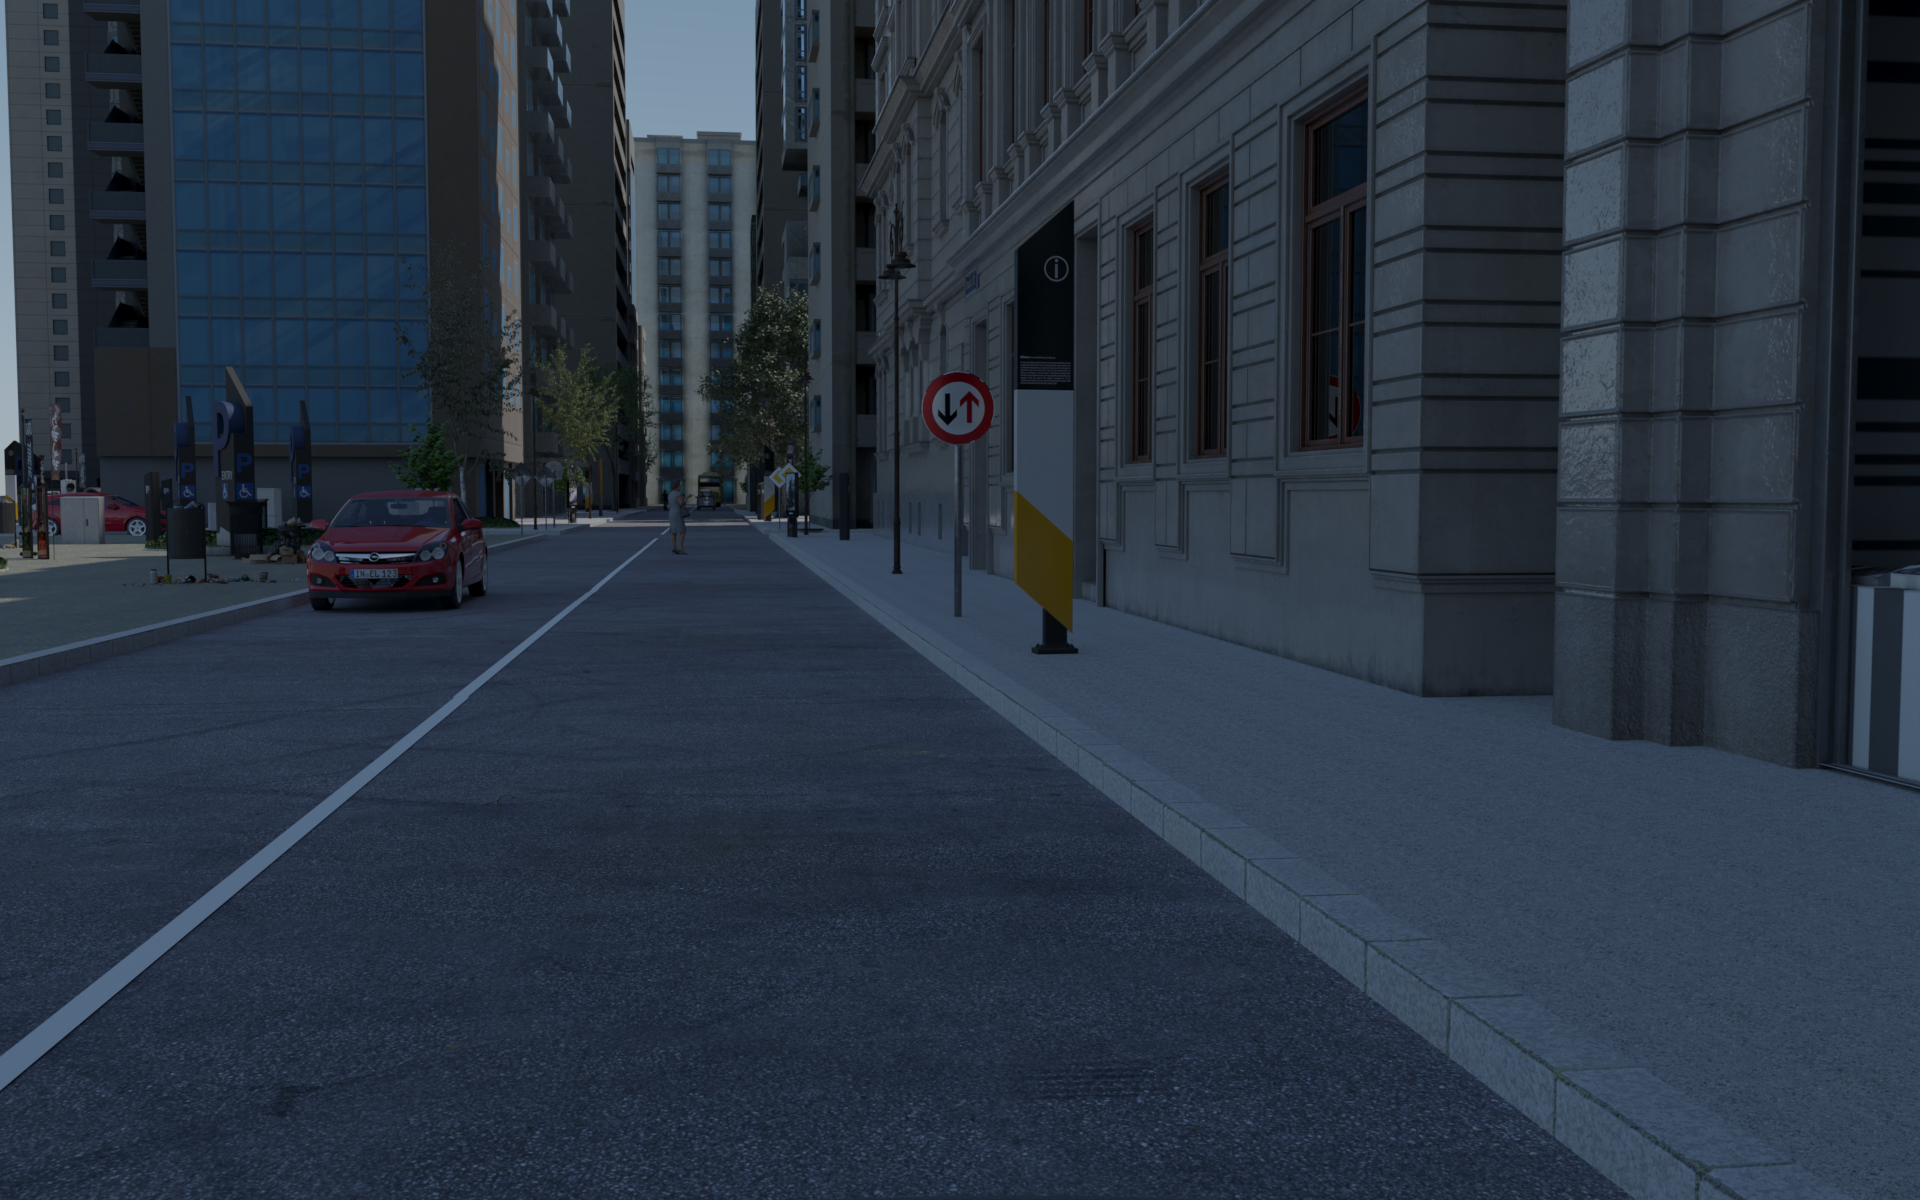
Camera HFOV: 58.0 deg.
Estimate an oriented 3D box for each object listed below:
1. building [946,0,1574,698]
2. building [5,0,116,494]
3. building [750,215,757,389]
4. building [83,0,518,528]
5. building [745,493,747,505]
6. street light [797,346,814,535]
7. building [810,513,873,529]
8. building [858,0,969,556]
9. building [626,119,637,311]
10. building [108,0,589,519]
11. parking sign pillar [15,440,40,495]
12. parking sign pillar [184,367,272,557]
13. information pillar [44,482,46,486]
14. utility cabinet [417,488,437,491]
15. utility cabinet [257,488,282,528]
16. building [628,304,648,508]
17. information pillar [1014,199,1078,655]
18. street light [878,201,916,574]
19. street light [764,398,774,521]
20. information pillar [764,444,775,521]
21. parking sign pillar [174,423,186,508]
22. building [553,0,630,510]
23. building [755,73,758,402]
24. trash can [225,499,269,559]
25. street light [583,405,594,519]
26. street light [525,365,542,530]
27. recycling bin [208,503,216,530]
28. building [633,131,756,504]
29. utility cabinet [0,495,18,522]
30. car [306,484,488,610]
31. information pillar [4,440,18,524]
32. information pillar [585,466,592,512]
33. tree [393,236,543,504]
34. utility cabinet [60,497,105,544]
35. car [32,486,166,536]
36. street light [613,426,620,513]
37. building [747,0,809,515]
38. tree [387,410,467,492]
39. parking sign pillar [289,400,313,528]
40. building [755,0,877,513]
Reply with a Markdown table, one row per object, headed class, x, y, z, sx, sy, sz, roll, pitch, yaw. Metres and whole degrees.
| class | x | y | z | sx | sy | sz | roll | pitch | yaw |
| --- | --- | --- | --- | --- | --- | --- | --- | --- | --- |
| building | 6.432 | -11.278 | 20.549 | 11.583 | 22.565 | 21.152 | -1 | 4 | -8 |
| building | -89.866 | -46.051 | 191.183 | 20.611 | 71.187 | 20.563 | -1 | 4 | -8 |
| building | -14.927 | -25.083 | 181.813 | 14.160 | 30.474 | 14.107 | -1 | 4 | -8 |
| building | -26.098 | -25.753 | 71.181 | 14.600 | 45.320 | 14.200 | -1 | 4 | -8 |
| building | -8.775 | -31.176 | 201.603 | 32.217 | 40.220 | 23.993 | -1 | 4 | -8 |
| street light | -4.827 | -4.977 | 54.160 | 0.468 | 5.910 | 1.993 | -1 | 4 | -8 |
| building | 4.257 | -27.508 | 73.452 | 21.600 | 48.544 | 21.300 | -1 | 4 | -8 |
| building | 5.019 | -15.644 | 43.174 | 14.401 | 28.519 | 23.554 | -1 | 4 | -8 |
| building | -45.212 | -33.751 | 201.934 | 14.200 | 45.320 | 14.600 | -1 | 4 | -8 |
| building | -34.523 | -29.409 | 100.443 | 23.786 | 49.044 | 30.456 | -1 | 4 | -8 |
| parking sign pillar | -46.780 | -6.014 | 86.794 | 1.447 | 3.967 | 1.447 | 0 | 4 | 7 |
| parking sign pillar | -15.156 | -2.917 | 36.168 | 1.447 | 3.967 | 1.447 | -3 | 5 | -40 |
| information pillar | -53.634 | -5.919 | 101.268 | 0.304 | 2.012 | 0.304 | 0 | 4 | 1 |
| utility cabinet | -19.067 | -3.275 | 62.218 | 1.173 | 1.500 | 0.318 | 2 | 4 | 33 |
| utility cabinet | -25.686 | -3.412 | 64.459 | 1.173 | 1.500 | 0.318 | 3 | 4 | 38 |
| building | -45.368 | -19.884 | 170.146 | 27.650 | 21.520 | 28.899 | -1 | 4 | -8 |
| information pillar | 0.684 | -1.375 | 13.831 | 0.504 | 3.616 | 0.183 | -1 | 4 | -13 |
| street light | -1.012 | -3.358 | 27.690 | 0.468 | 5.910 | 1.993 | -1 | 4 | -8 |
| street light | -9.177 | -6.782 | 83.681 | 0.468 | 5.910 | 1.993 | -1 | 4 | -8 |
| information pillar | -8.960 | -5.499 | 81.262 | 0.504 | 3.616 | 0.183 | -1 | 4 | -14 |
| parking sign pillar | -20.988 | -3.578 | 46.971 | 1.447 | 3.967 | 1.447 | -2 | 4 | -27 |
| building | -39.098 | -31.856 | 144.555 | 21.300 | 48.544 | 21.600 | -1 | 4 | -8 |
| building | -12.575 | -29.556 | 166.842 | 14.154 | 41.232 | 14.086 | -1 | 4 | -8 |
| trash can | -14.079 | -1.377 | 34.164 | 0.748 | 1.137 | 0.748 | 0 | 3 | 0 |
| street light | -19.289 | -7.179 | 90.158 | 0.468 | 5.910 | 1.993 | -1 | 4 | -8 |
| street light | -15.306 | -5.473 | 62.275 | 0.468 | 5.910 | 1.993 | -1 | 4 | -8 |
| recycling bin | -21.486 | -2.315 | 50.408 | 0.722 | 1.027 | 0.722 | -2 | 4 | -23 |
| building | -32.103 | -37.431 | 231.610 | 30.456 | 49.044 | 23.786 | -1 | 4 | -8 |
| utility cabinet | -43.179 | -4.131 | 78.703 | 0.306 | 1.237 | 1.020 | 1 | 4 | 23 |
| car | -7.337 | -0.843 | 22.822 | 2.155 | 1.783 | 4.494 | -1 | 4 | -9 |
| information pillar | -41.304 | -5.139 | 75.383 | 0.504 | 3.616 | 0.183 | 0 | 4 | 6 |
| information pillar | -26.275 | -8.019 | 122.458 | 0.504 | 3.616 | 0.183 | -1 | 4 | -22 |
| tree | -14.184 | -6.066 | 49.534 | 4.360 | 8.622 | 3.978 | 0 | 3 | 0 |
| utility cabinet | -22.572 | -2.043 | 44.557 | 1.020 | 1.237 | 0.306 | 0 | 4 | 3 |
| car | -27.940 | -2.907 | 56.574 | 4.494 | 1.783 | 2.155 | 0 | 4 | -6 |
| street light | -23.234 | -8.840 | 117.319 | 0.468 | 5.910 | 1.993 | -1 | 4 | -8 |
| building | -3.386 | -49.309 | 118.879 | 22.319 | 86.520 | 31.000 | -1 | 4 | -8 |
| tree | -12.183 | -2.780 | 40.051 | 1.663 | 3.219 | 1.824 | 0 | 3 | 0 |
| parking sign pillar | -18.739 | -3.719 | 49.276 | 1.447 | 3.967 | 1.447 | -2 | 4 | -26 |
| building | -6.557 | -32.158 | 149.488 | 21.300 | 48.544 | 21.600 | -1 | 4 | -8 |
